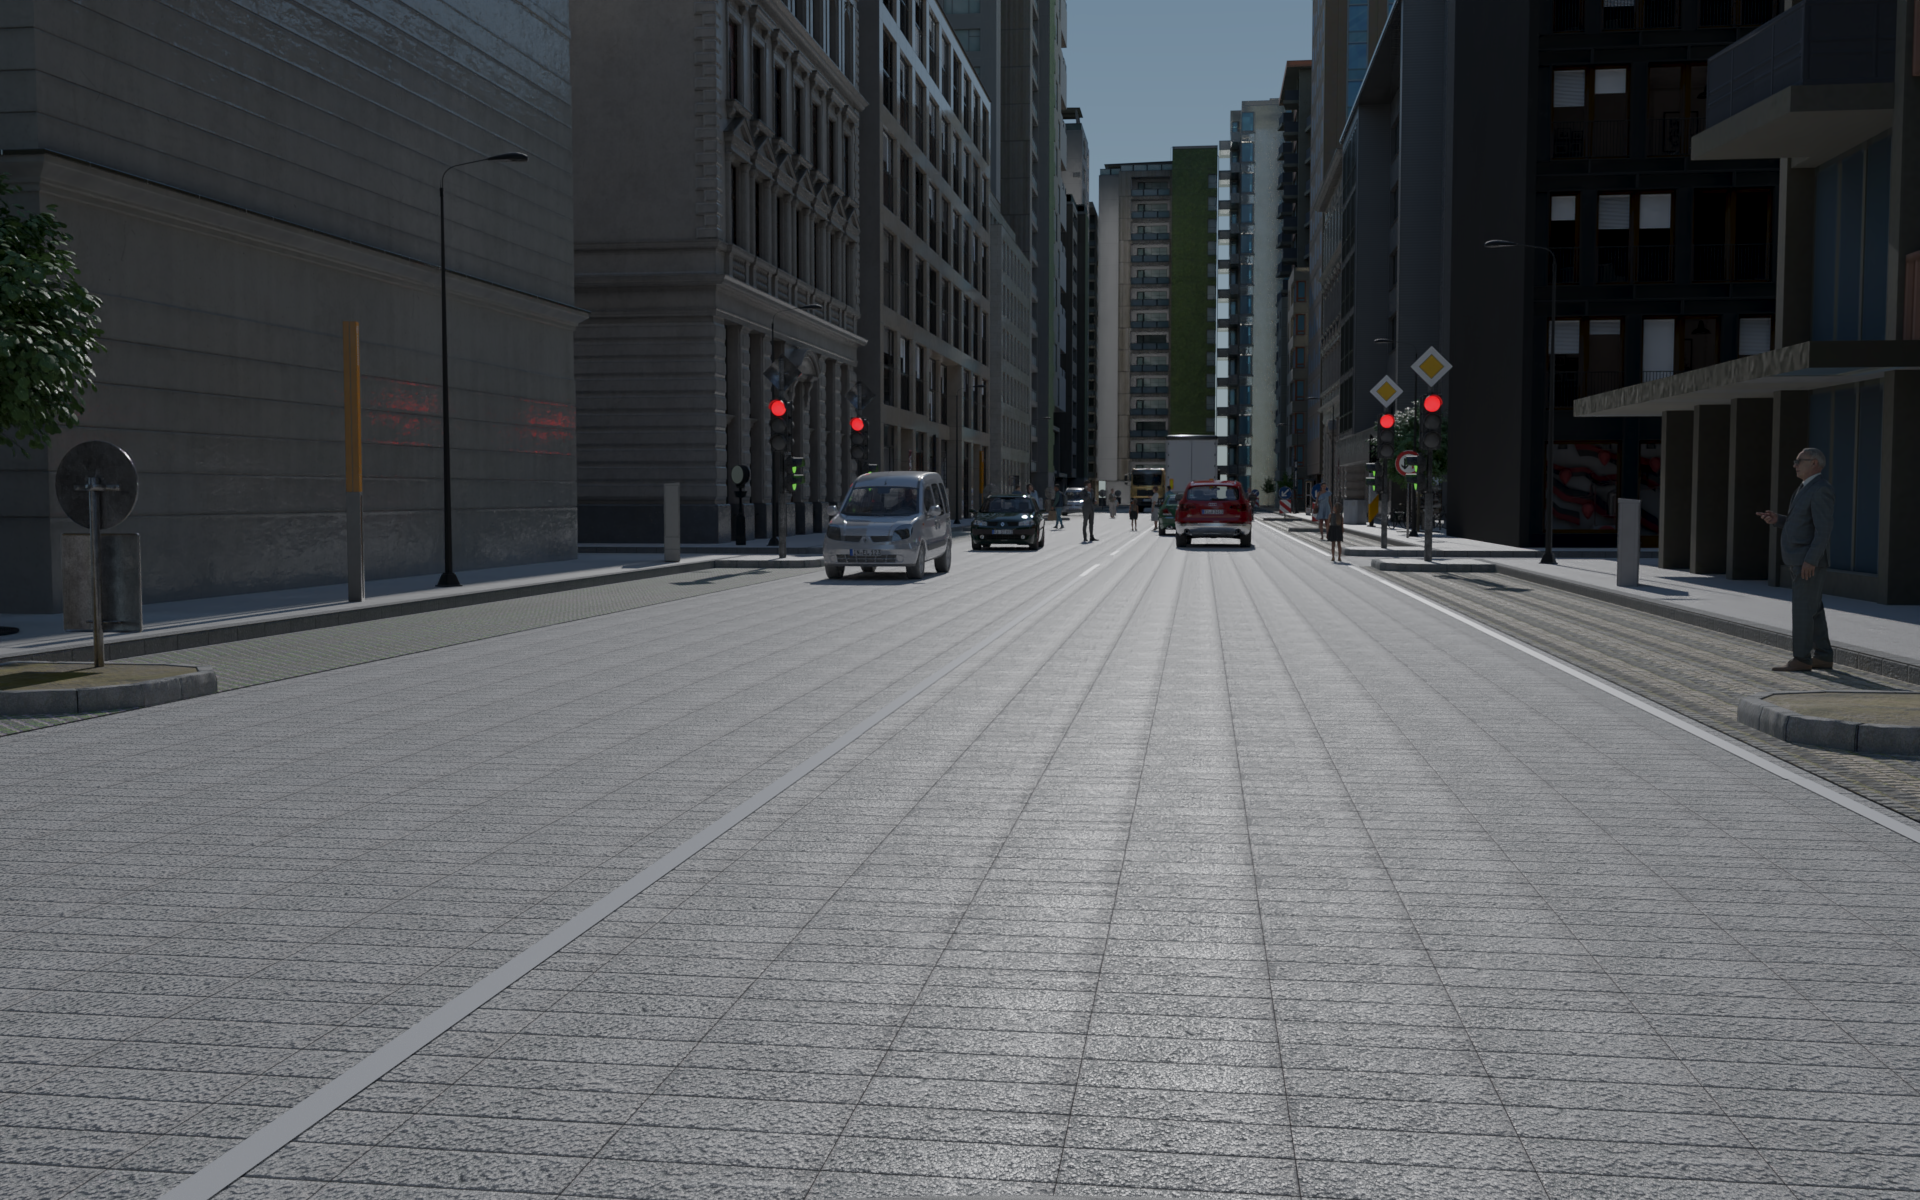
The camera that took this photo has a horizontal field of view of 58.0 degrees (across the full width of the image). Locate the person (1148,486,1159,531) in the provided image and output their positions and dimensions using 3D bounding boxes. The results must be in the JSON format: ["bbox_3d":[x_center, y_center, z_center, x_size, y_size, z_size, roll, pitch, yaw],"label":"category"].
[{"bbox_3d":[7.570,-3.597,67.876,0.524,1.755,0.480,1,4,21],"label":"person"}]

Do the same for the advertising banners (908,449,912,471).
[{"bbox_3d":[-2.112,-4.309,66.644,0.090,3.025,2.074,1,4,14],"label":"advertising banners"}]

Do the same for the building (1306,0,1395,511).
[{"bbox_3d":[32.338,-28.927,123.065,14.600,45.320,14.200,0,4,8],"label":"building"}]

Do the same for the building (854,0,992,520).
[{"bbox_3d":[-10.136,-16.971,81.988,19.350,26.468,34.151,0,4,8],"label":"building"}]

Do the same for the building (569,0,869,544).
[{"bbox_3d":[-9.694,-13.750,53.687,11.050,23.489,19.941,0,4,8],"label":"building"}]

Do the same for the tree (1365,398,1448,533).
[{"bbox_3d":[15.287,-4.544,58.000,4.285,4.588,4.351,0,3,0],"label":"tree"}]

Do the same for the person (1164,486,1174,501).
[{"bbox_3d":[9.693,-4.368,79.940,0.660,1.820,0.620,-3,5,-44],"label":"person"}]

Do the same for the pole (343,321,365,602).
[{"bbox_3d":[-7.201,-1.635,20.570,0.158,3.312,0.155,0,3,0],"label":"pole"}]

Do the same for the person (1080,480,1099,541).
[{"bbox_3d":[3.971,-2.715,52.698,0.655,1.846,0.447,-3,5,-42],"label":"person"}]

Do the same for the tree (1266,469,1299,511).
[{"bbox_3d":[24.701,-8.379,131.606,1.663,3.219,1.824,0,3,0],"label":"tree"}]

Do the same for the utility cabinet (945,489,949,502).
[{"bbox_3d":[-0.932,-3.687,68.965,0.318,1.500,1.173,3,4,36],"label":"utility cabinet"}]

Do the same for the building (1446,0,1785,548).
[{"bbox_3d":[21.978,-13.201,45.517,15.834,23.373,12.332,0,4,8],"label":"building"}]

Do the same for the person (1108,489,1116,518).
[{"bbox_3d":[9.046,-5.723,102.617,0.519,1.759,0.362,-3,5,-42],"label":"person"}]

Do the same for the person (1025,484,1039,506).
[{"bbox_3d":[2.479,-3.106,59.551,0.793,1.790,0.793,1,4,15],"label":"person"}]

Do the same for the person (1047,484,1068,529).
[{"bbox_3d":[3.933,-3.761,69.980,0.713,1.824,0.794,3,5,39],"label":"person"}]

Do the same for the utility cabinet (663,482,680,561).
[{"bbox_3d":[-5.513,-1.493,33.085,0.318,1.500,1.173,-1,4,-9],"label":"utility cabinet"}]

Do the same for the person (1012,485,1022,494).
[{"bbox_3d":[2.407,-3.969,73.421,0.581,1.822,0.654,2,4,34],"label":"person"}]

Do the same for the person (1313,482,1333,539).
[{"bbox_3d":[11.436,-2.813,54.582,0.616,1.811,0.778,2,4,23],"label":"person"}]

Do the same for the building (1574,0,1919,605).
[{"bbox_3d":[19.894,-22.034,14.888,22.147,44.769,28.867,0,4,8],"label":"building"}]

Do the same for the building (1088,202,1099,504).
[{"bbox_3d":[5.871,-32.203,218.392,23.993,40.220,32.217,0,4,8],"label":"building"}]

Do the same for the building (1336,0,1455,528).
[{"bbox_3d":[25.468,-15.855,78.290,14.314,24.678,30.058,0,4,8],"label":"building"}]

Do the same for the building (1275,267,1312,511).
[{"bbox_3d":[41.081,-18.326,144.673,27.650,21.520,28.899,0,4,8],"label":"building"}]

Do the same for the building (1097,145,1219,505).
[{"bbox_3d":[23.610,-32.001,206.803,14.086,41.232,14.154,0,4,8],"label":"building"}]

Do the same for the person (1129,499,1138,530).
[{"bbox_3d":[6.844,-3.369,68.249,0.362,1.253,0.373,1,4,10],"label":"person"}]

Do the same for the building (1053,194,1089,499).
[{"bbox_3d":[4.866,-24.151,166.574,14.160,30.474,14.107,0,4,8],"label":"building"}]

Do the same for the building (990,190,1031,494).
[{"bbox_3d":[-1.645,-15.421,106.887,10.420,20.320,16.860,0,4,8],"label":"building"}]

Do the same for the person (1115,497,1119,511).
[{"bbox_3d":[10.467,-6.313,116.393,0.352,1.250,0.332,-1,4,-15],"label":"person"}]

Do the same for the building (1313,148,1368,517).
[{"bbox_3d":[27.351,-16.821,103.903,11.050,23.489,19.941,0,4,8],"label":"building"}]

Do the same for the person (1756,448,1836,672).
[{"bbox_3d":[6.790,-0.328,14.036,0.590,1.801,0.661,1,4,14],"label":"person"}]

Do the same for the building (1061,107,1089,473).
[{"bbox_3d":[6.676,-30.738,186.159,14.086,41.232,14.154,0,4,8],"label":"building"}]

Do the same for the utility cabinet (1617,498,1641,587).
[{"bbox_3d":[9.459,-0.814,24.469,0.306,1.237,1.020,1,4,22],"label":"utility cabinet"}]

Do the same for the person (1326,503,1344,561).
[{"bbox_3d":[7.999,-1.453,36.928,0.362,1.253,0.373,0,4,5],"label":"person"}]

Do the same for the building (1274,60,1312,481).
[{"bbox_3d":[42.996,-31.700,172.920,22.147,44.769,28.867,0,4,8],"label":"building"}]

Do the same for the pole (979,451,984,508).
[{"bbox_3d":[1.009,-5.378,81.778,0.158,3.312,0.155,0,3,0],"label":"pole"}]

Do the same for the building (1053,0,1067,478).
[{"bbox_3d":[-5.233,-34.056,146.052,28.713,52.752,27.495,0,4,8],"label":"building"}]

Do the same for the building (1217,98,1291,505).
[{"bbox_3d":[46.319,-35.999,208.197,30.456,49.044,23.786,0,4,8],"label":"building"}]

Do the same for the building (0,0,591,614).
[{"bbox_3d":[-29.830,-15.406,28.302,44.131,29.872,17.030,0,4,8],"label":"building"}]

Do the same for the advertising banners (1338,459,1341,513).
[{"bbox_3d":[16.774,-4.917,76.577,0.090,3.025,2.074,1,4,10],"label":"advertising banners"}]

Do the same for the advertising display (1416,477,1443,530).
[{"bbox_3d":[16.649,-3.449,61.600,0.974,1.923,0.123,1,4,21],"label":"advertising display"}]

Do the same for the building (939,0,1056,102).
[{"bbox_3d":[-0.718,-26.987,124.831,14.154,41.232,14.086,0,4,8],"label":"building"}]

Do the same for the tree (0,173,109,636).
[{"bbox_3d":[-9.412,-1.956,15.699,4.285,4.588,4.351,0,3,0],"label":"tree"}]

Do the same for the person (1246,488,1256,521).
[{"bbox_3d":[15.484,-5.111,92.468,0.661,1.777,0.834,0,4,-7],"label":"person"}]
